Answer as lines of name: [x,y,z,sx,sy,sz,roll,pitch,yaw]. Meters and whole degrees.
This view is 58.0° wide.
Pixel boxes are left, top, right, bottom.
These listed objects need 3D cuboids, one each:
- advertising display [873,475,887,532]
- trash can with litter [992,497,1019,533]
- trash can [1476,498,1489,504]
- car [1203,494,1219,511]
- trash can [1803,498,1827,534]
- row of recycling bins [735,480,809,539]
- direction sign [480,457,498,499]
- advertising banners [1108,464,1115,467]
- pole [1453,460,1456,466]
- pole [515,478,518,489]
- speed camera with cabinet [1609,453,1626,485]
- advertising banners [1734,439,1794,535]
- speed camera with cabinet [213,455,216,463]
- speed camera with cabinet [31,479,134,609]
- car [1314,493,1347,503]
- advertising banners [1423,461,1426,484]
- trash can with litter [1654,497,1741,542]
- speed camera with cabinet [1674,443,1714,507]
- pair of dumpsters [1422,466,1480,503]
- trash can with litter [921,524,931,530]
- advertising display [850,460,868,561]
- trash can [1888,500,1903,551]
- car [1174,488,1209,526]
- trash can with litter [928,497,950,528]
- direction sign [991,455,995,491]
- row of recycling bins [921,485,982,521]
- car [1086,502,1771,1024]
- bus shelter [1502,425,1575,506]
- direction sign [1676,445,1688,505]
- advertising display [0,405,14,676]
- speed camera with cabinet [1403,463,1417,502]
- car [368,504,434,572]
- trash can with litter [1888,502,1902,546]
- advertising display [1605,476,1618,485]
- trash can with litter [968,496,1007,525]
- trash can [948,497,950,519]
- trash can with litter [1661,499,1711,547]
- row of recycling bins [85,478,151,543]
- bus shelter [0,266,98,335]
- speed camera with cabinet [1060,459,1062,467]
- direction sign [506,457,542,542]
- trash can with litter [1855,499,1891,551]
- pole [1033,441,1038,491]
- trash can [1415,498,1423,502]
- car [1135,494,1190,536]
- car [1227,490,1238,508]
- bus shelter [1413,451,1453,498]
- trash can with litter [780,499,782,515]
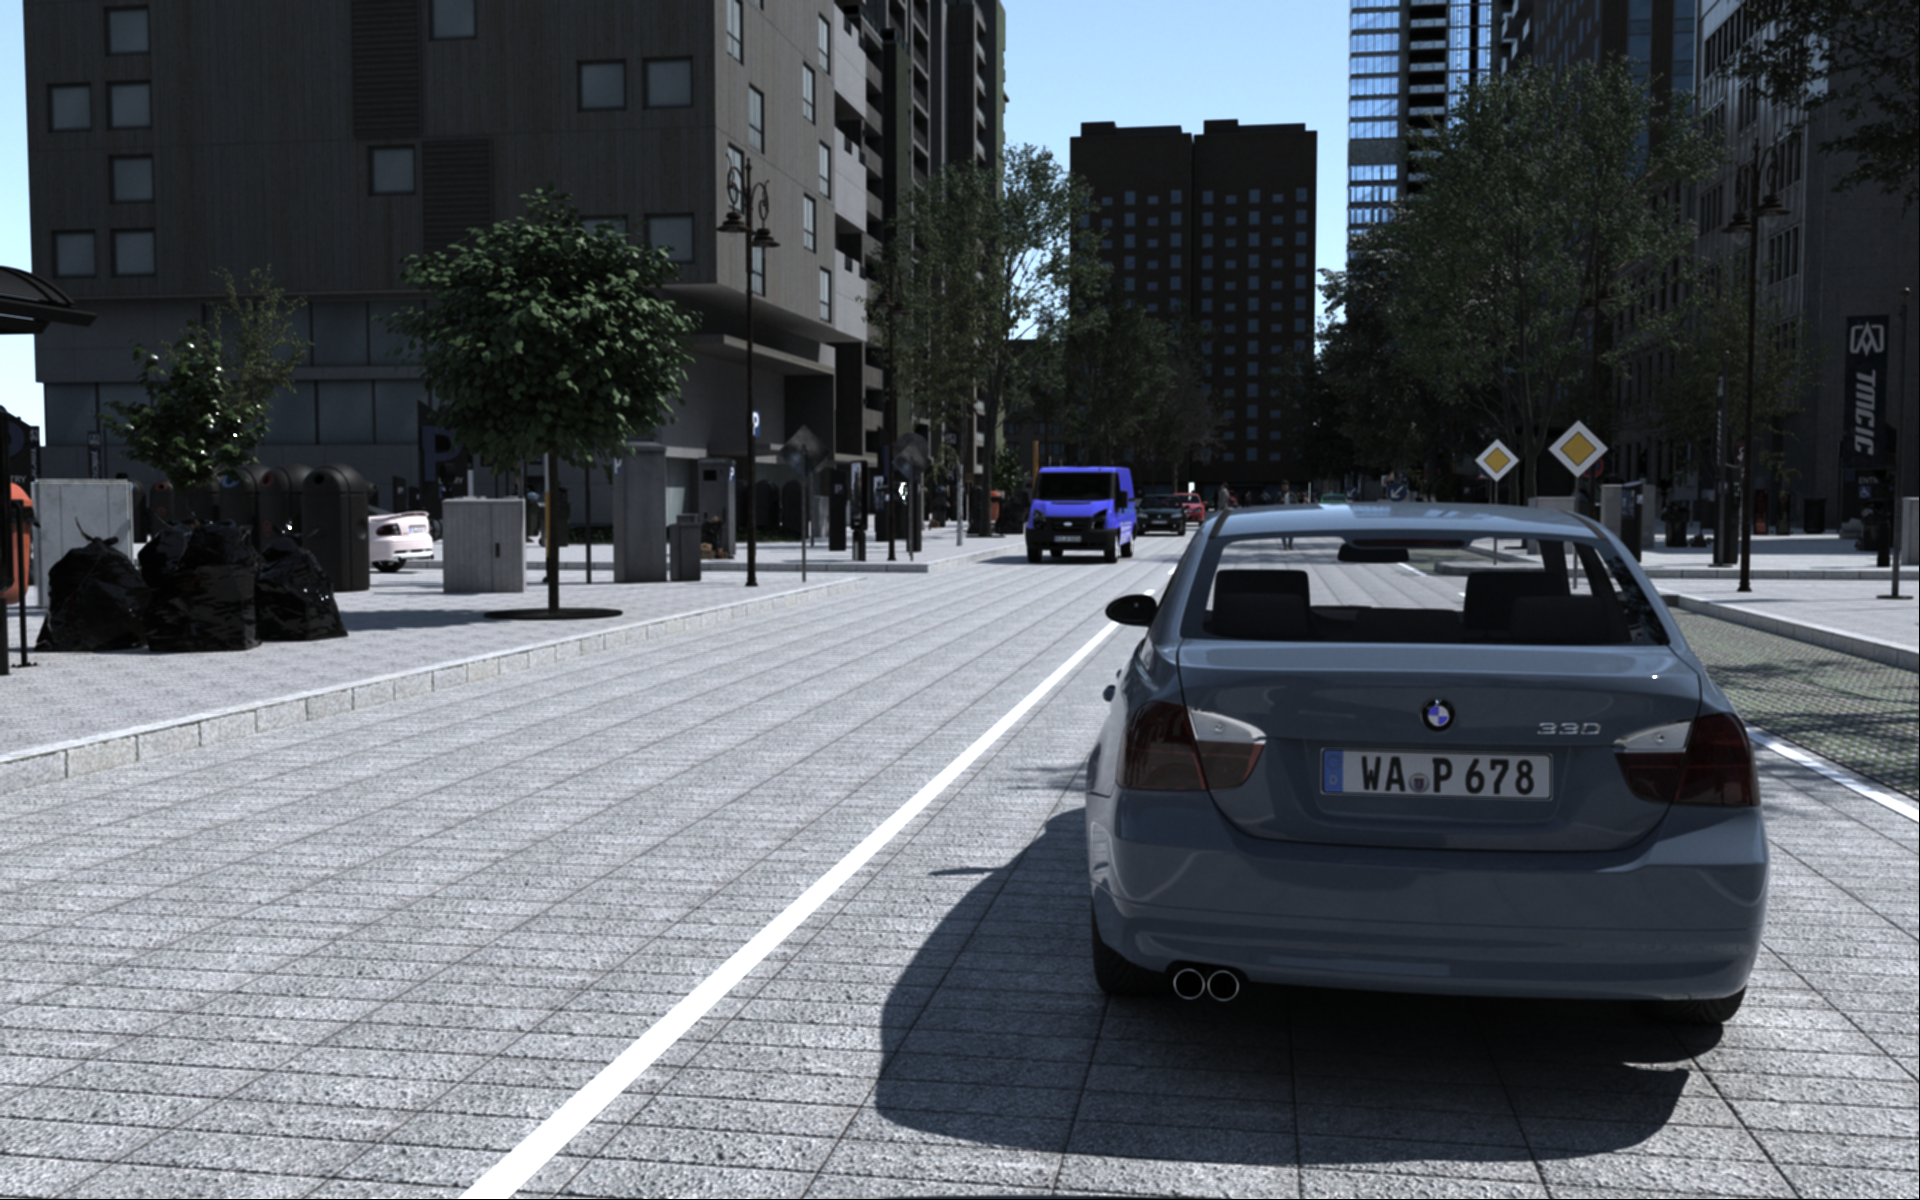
advertising display: [-2.711,-3.272,58.708,0.123,1.923,0.974,-2,4,-25]
trash can with litter: [1.500,-2.833,57.711,1.055,1.170,0.624,-2,4,-26]
trash can: [19.292,-3.210,64.139,0.748,1.137,0.748,0,3,0]
car: [21.649,-8.440,146.795,1.959,1.807,4.718,1,4,11]
trash can: [27.515,-2.698,55.762,0.748,1.137,0.748,0,3,0]
row of recycling bins: [-5.937,-2.631,50.126,3.534,1.692,1.069,2,4,26]
direction sign: [-13.225,-3.513,49.430,0.876,3.537,0.379,-1,4,-11]
advertising banners: [8.397,-6.519,102.773,0.090,3.025,2.074,-3,5,-42]
pole: [29.706,-6.751,104.225,0.158,3.312,0.155,0,3,0]
pole: [-13.862,-3.697,54.285,0.158,3.312,0.155,0,3,0]
speed camera with cabinet: [30.603,-5.371,82.150,2.038,3.252,0.660,-2,4,-24]
advertising banners: [25.192,-3.557,54.344,0.090,3.025,2.074,-2,4,-31]
speed camera with cabinet: [-24.070,-3.879,57.759,2.038,3.252,0.660,0,4,-1]
speed camera with cabinet: [-10.416,-1.530,19.351,2.038,3.252,0.660,-2,4,-32]
car: [20.326,-5.235,94.388,1.959,1.807,4.718,1,4,10]
advertising banners: [23.080,-5.329,83.318,2.074,3.025,0.090,-1,4,-17]
trash can with litter: [19.980,-2.196,46.956,2.233,1.210,1.678,3,4,39]
speed camera with cabinet: [28.365,-4.386,66.044,2.038,3.252,0.660,0,4,-2]
pair of dumpsters: [17.367,-3.594,61.258,1.574,2.255,4.437,1,4,10]
trash can with litter: [-1.495,-3.125,62.156,1.678,1.210,2.233,0,4,2]
advertising display: [-1.949,-1.723,33.382,0.123,1.923,0.974,-1,4,-16]
trash can: [21.443,-1.691,39.294,0.748,1.137,0.748,0,3,0]
car: [10.159,-4.239,78.344,2.155,1.783,4.494,1,4,9]
trash can with litter: [-0.816,-3.361,66.341,0.624,1.170,1.055,1,4,17]
direction sign: [1.939,-6.692,101.403,0.379,3.537,0.876,-1,4,-14]
row of recycling bins: [-0.550,-4.651,83.160,3.534,1.692,1.069,0,4,7]
car: [1.469,0.362,6.092,2.014,1.417,4.499,1,4,10]
bus shelter: [20.391,-4.267,61.053,1.731,3.624,6.357,1,4,10]
direction sign: [33.749,-5.444,80.998,0.379,3.537,0.876,-1,4,-12]
advertising display: [-7.195,-0.425,12.169,0.974,1.923,0.123,0,4,-8]
speed camera with cabinet: [26.408,-6.586,102.012,2.038,3.252,0.660,-3,5,-40]
car: [-12.016,-1.168,31.467,4.827,1.381,2.083,1,4,11]
trash can with litter: [22.387,-1.799,40.795,1.055,1.170,0.624,-3,5,-43]
advertising display: [23.376,-3.485,62.192,0.123,1.923,0.974,3,5,40]
trash can with litter: [1.410,-3.662,70.934,2.233,1.210,1.678,2,4,30]
trash can: [-0.321,-4.742,89.185,0.748,1.137,0.748,0,3,0]
trash can with litter: [17.560,-1.866,41.890,1.055,1.170,0.624,0,4,5]
row of recycling bins: [-21.391,-2.351,45.549,3.534,1.692,1.069,-1,4,-17]
bus shelter: [-9.065,-1.153,12.781,2.014,3.302,5.546,1,4,10]
speed camera with cabinet: [5.612,-6.436,99.571,0.660,3.252,2.038,0,4,3]
direction sign: [-11.536,-3.304,46.010,0.876,3.537,0.379,-2,4,-28]
trash can with litter: [20.464,-1.691,39.037,0.624,1.170,1.055,0,4,7]
pole: [2.891,-4.424,66.169,0.158,3.312,0.155,0,3,0]
trash can: [17.405,-3.260,64.953,0.748,1.137,0.748,0,3,0]
car: [7.023,-3.103,60.513,2.009,1.686,4.222,1,4,8]
car: [27.689,-10.448,179.498,2.281,1.827,5.304,1,4,12]
bus shelter: [25.850,-6.336,94.873,1.731,3.624,6.357,1,4,10]
trash can with litter: [-6.229,-2.746,56.283,0.624,1.170,1.055,3,5,41]
